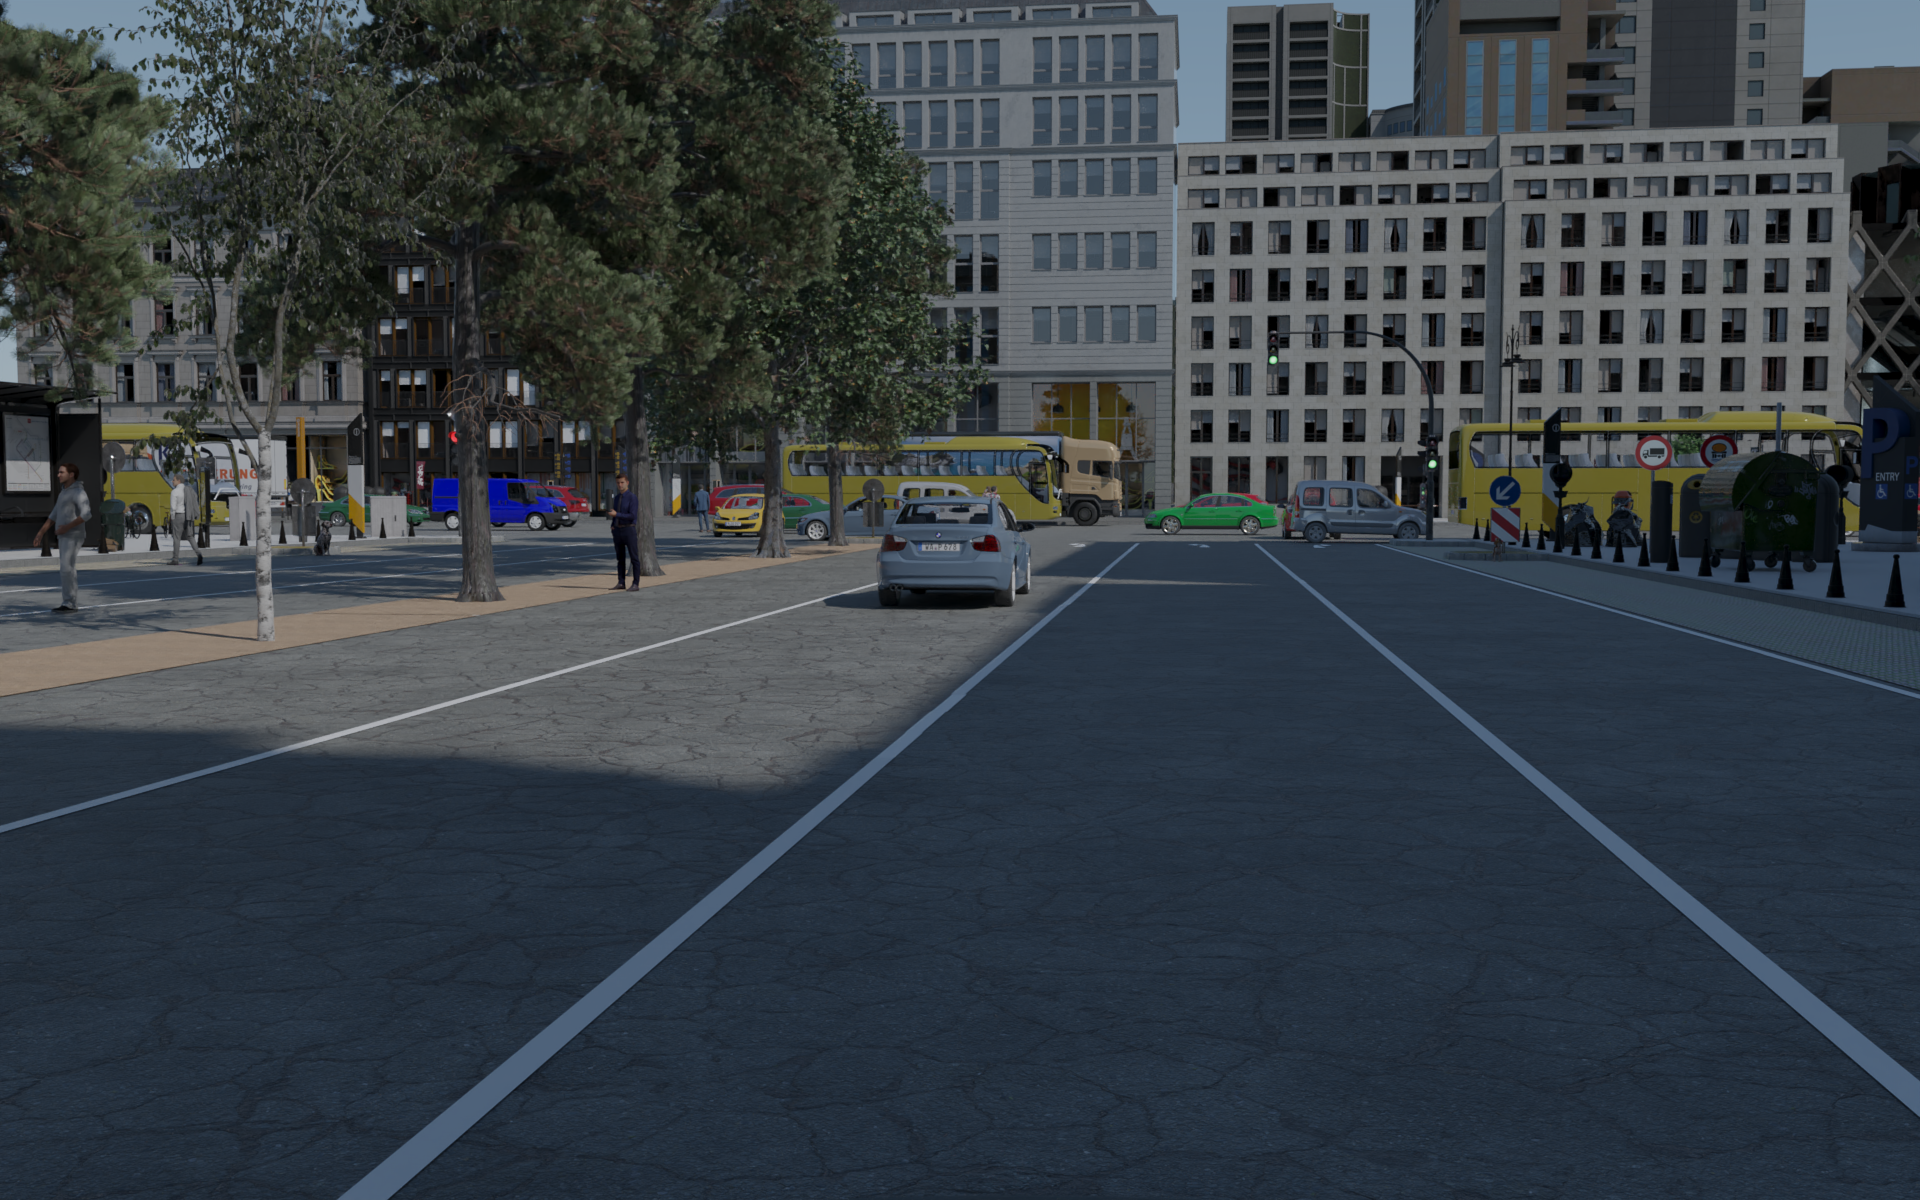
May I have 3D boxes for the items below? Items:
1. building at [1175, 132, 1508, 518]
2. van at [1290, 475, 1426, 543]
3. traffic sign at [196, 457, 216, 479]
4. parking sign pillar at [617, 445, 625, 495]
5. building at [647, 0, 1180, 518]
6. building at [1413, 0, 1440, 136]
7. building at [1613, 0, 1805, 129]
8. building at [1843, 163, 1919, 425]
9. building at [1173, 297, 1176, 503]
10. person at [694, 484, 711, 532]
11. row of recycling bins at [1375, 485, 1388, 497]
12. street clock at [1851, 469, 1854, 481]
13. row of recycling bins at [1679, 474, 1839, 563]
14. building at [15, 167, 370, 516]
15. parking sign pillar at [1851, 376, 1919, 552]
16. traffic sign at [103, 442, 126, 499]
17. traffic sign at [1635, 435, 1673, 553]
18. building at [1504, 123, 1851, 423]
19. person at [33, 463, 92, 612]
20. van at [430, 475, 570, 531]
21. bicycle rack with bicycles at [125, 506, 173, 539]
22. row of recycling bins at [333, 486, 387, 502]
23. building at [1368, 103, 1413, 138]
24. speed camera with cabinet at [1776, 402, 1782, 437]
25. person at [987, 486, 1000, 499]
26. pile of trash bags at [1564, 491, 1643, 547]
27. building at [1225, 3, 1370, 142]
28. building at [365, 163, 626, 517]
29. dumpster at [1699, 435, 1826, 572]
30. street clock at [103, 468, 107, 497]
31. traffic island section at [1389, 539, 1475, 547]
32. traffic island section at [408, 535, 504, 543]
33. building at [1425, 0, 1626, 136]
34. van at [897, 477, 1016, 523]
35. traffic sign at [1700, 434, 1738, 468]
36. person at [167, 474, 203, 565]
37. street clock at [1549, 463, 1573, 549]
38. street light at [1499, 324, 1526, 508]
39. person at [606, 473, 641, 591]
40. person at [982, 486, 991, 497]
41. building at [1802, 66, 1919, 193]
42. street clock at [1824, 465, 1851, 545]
[{"bbox_3d":[20.595,-14.796,96.661,16.860,20.320,10.420,0,4,8],"label":"building"},{"bbox_3d":[11.826,-2.694,51.062,4.112,2.044,2.013,0,4,8],"label":"van"},{"bbox_3d":[-21.066,-2.830,48.401,0.606,2.300,0.079,1,4,12],"label":"traffic sign"},{"bbox_3d":[-18.124,-6.515,94.987,1.447,3.967,1.447,0,4,3],"label":"parking sign pillar"},{"bbox_3d":[-2.552,-19.683,99.310,29.804,29.767,11.434,0,4,8],"label":"building"},{"bbox_3d":[52.842,-44.518,166.117,20.563,71.187,20.611,0,4,8],"label":"building"},{"bbox_3d":[72.405,-45.269,178.403,20.611,71.187,20.563,0,4,8],"label":"building"},{"bbox_3d":[54.441,-13.925,95.120,16.811,18.784,16.820,0,4,8],"label":"building"},{"bbox_3d":[31.538,-29.688,257.107,14.107,30.474,14.160,0,4,8],"label":"building"},{"bbox_3d":[-9.640,-3.440,64.918,0.721,1.800,0.419,-2,4,-26],"label":"person"},{"bbox_3d":[19.887,-4.630,82.813,1.069,1.692,3.534,1,4,8],"label":"row of recycling bins"},{"bbox_3d":[22.423,-2.416,44.064,0.358,2.002,0.471,-2,4,-32],"label":"street clock"},{"bbox_3d":[15.604,-1.639,33.916,1.069,1.692,3.534,-2,4,-24],"label":"row of recycling bins"},{"bbox_3d":[-53.237,-15.558,105.284,40.483,20.767,10.553,0,4,8],"label":"building"},{"bbox_3d":[20.853,-3.081,38.841,1.447,3.967,1.447,-1,4,-14],"label":"parking sign pillar"},{"bbox_3d":[-20.746,-2.587,42.411,0.768,2.556,0.104,1,4,17],"label":"traffic sign"},{"bbox_3d":[14.976,-2.284,37.455,0.768,2.556,0.104,1,4,17],"label":"traffic sign"},{"bbox_3d":[37.232,-14.626,93.887,16.860,20.320,10.420,0,4,8],"label":"building"},{"bbox_3d":[-10.819,-0.748,20.873,0.875,1.805,0.789,3,4,39],"label":"person"},{"bbox_3d":[-18.004,-3.895,68.066,5.245,2.365,2.240,1,4,9],"label":"van"},{"bbox_3d":[-23.822,-2.274,50.559,2.852,0.926,2.925,-1,4,-23],"label":"bicycle rack with bicycles"},{"bbox_3d":[-32.357,-5.290,93.610,1.069,1.692,3.534,2,4,24],"label":"row of recycling bins"},{"bbox_3d":[73.815,-43.556,254.146,28.212,58.520,21.231,0,4,8],"label":"building"},{"bbox_3d":[17.912,-2.676,38.089,0.660,3.252,2.038,3,4,36],"label":"speed camera with cabinet"},{"bbox_3d":[1.166,-3.146,60.780,0.563,1.720,0.643,2,4,24],"label":"person"},{"bbox_3d":[16.166,-2.042,43.142,1.912,1.369,3.447,2,4,33],"label":"pile of trash bags"},{"bbox_3d":[49.549,-50.044,256.472,20.611,71.187,20.563,0,4,8],"label":"building"},{"bbox_3d":[-25.045,-16.744,103.437,15.834,23.373,12.332,0,4,8],"label":"building"},{"bbox_3d":[13.529,-1.636,29.239,1.502,2.255,1.985,0,4,8],"label":"dumpster"},{"bbox_3d":[-22.714,-2.518,45.743,0.358,2.002,0.471,0,4,-2],"label":"street clock"},{"bbox_3d":[13.053,-1.581,48.134,2.009,0.180,2.903,0,4,8],"label":"traffic island section"},{"bbox_3d":[-14.979,-1.815,51.950,2.009,0.180,2.903,0,4,8],"label":"traffic island section"},{"bbox_3d":[47.971,-30.550,149.599,14.600,45.320,14.200,0,4,8],"label":"building"},{"bbox_3d":[-0.143,-3.152,58.552,4.112,2.044,2.013,0,4,7],"label":"van"},{"bbox_3d":[16.164,-2.254,36.957,0.768,2.556,0.104,1,4,12],"label":"traffic sign"},{"bbox_3d":[-15.580,-1.604,34.820,0.850,1.850,0.679,1,4,21],"label":"person"},{"bbox_3d":[14.011,-2.193,40.423,0.471,2.002,0.358,0,4,3],"label":"street clock"},{"bbox_3d":[15.051,-4.559,47.325,0.468,5.910,1.993,0,4,8],"label":"street light"},{"bbox_3d":[-5.010,-1.003,25.608,0.576,1.737,0.504,2,4,28],"label":"person"},{"bbox_3d":[1.233,-3.719,69.899,0.593,1.750,0.643,-3,5,-40],"label":"person"},{"bbox_3d":[90.020,-32.382,179.553,14.200,45.320,14.600,0,4,8],"label":"building"},{"bbox_3d":[21.521,-2.327,42.622,0.471,2.002,0.358,1,4,12],"label":"street clock"}]
